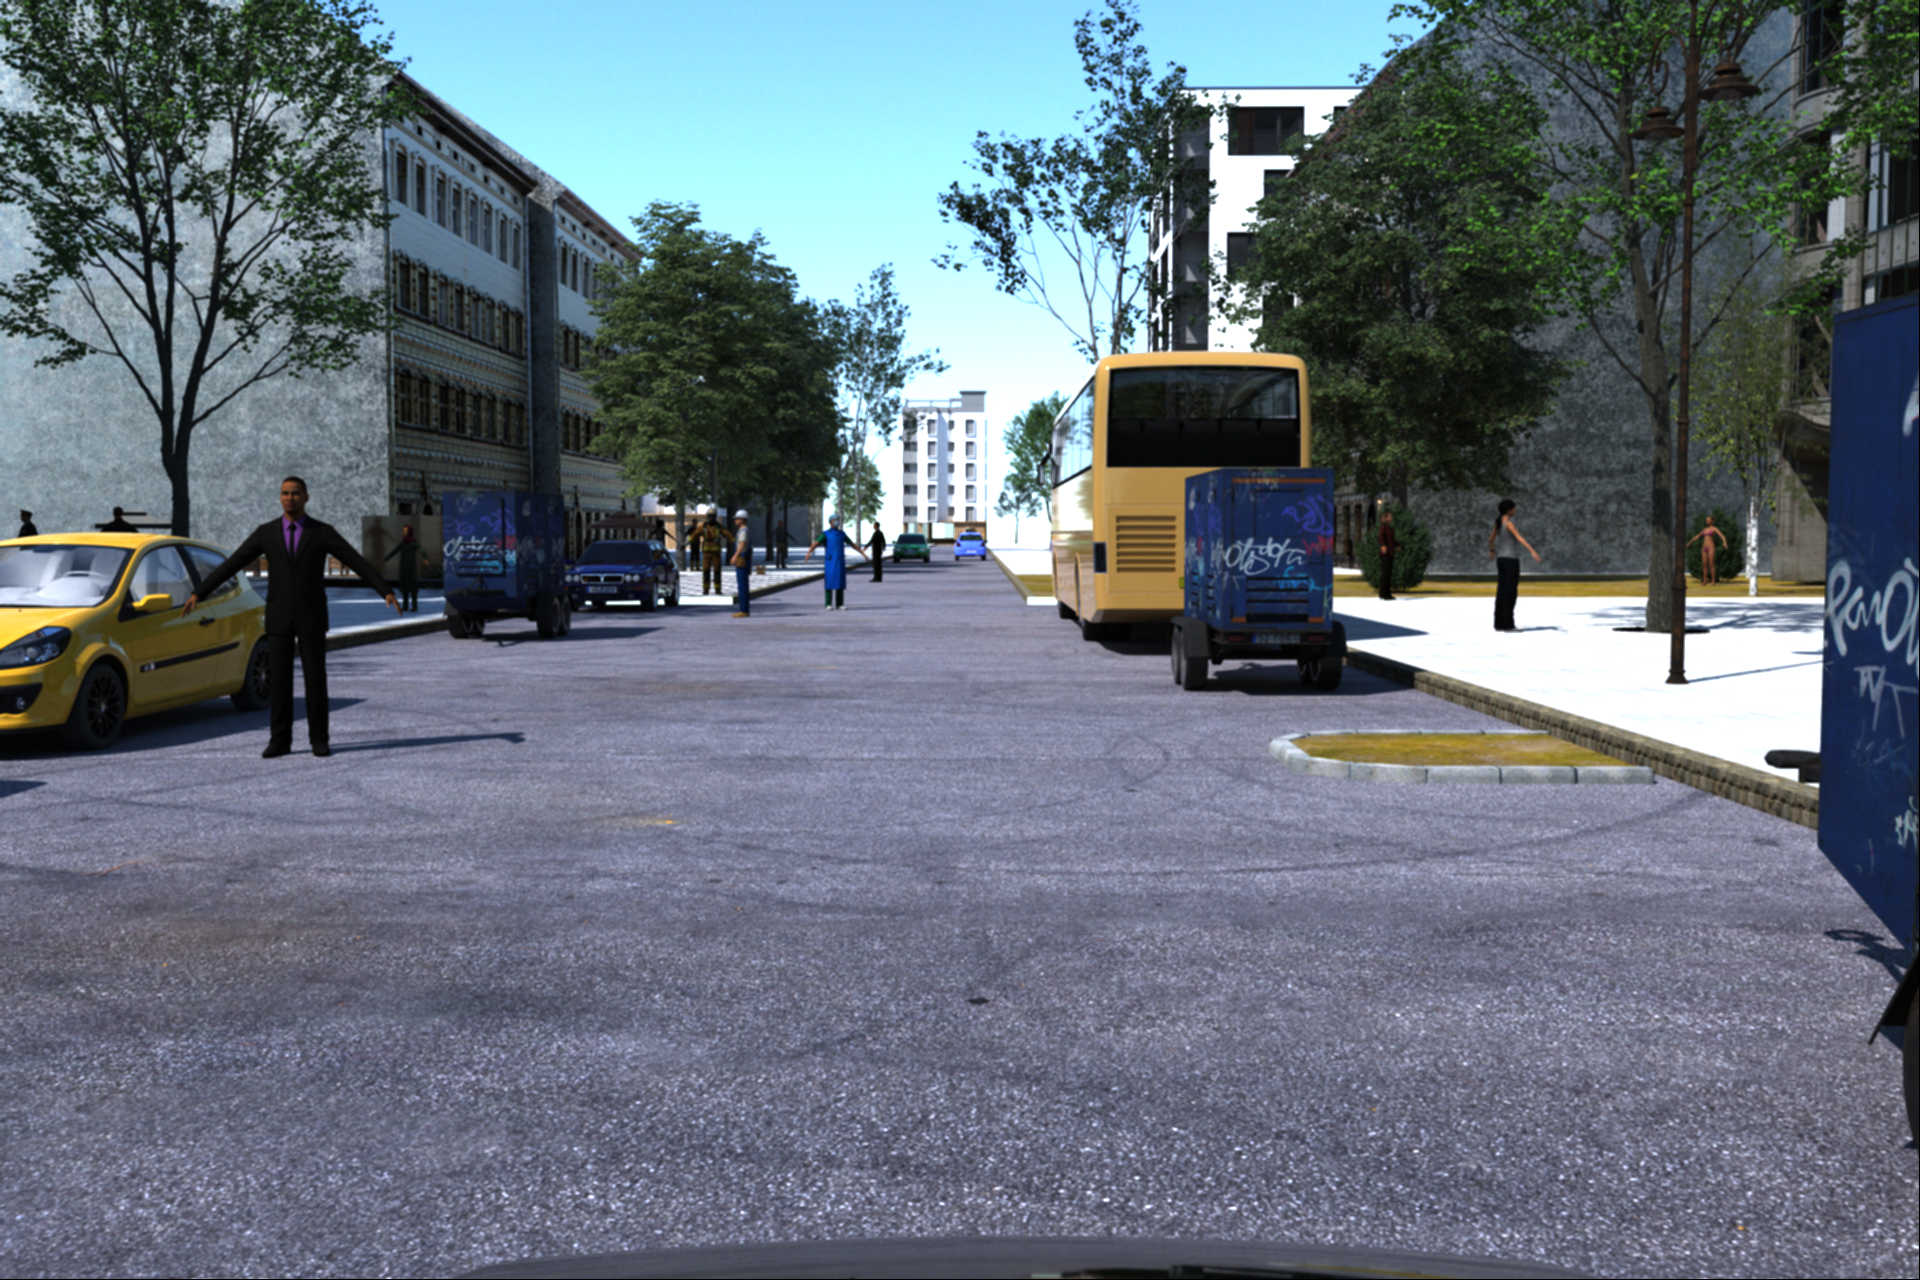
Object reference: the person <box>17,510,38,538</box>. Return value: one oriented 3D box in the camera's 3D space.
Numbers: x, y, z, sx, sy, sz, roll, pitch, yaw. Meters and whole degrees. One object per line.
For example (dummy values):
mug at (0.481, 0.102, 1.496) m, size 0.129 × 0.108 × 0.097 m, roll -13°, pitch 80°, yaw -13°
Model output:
person at (-21.337, -2.057, 39.572) m, size 1.347 × 1.837 × 0.705 m, roll 3°, pitch 4°, yaw 38°

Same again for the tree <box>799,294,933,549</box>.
tree at (-8.514, -17.310, 138.906) m, size 12.611 × 20.169 × 13.585 m, roll 0°, pitch 3°, yaw 0°

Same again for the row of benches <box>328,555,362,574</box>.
row of benches at (-18.706, -2.359, 54.035) m, size 1.422 × 0.672 × 4.104 m, roll -3°, pitch 5°, yaw -40°

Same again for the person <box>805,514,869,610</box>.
person at (-2.352, -1.475, 32.704) m, size 1.347 × 1.817 × 0.704 m, roll -2°, pitch 4°, yaw -32°

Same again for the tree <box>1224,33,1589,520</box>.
tree at (11.743, -8.525, 46.043) m, size 9.857 × 13.997 × 8.962 m, roll 0°, pitch 3°, yaw 0°

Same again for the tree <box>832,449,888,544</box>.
tree at (-13.343, -19.109, 230.553) m, size 7.486 × 12.596 × 7.792 m, roll 0°, pitch 3°, yaw 0°

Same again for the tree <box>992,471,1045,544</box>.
tree at (7.867, -18.200, 231.985) m, size 7.601 × 10.594 × 8.767 m, roll 0°, pitch 4°, yaw -1°

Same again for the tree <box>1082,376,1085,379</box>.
tree at (6.962, -7.631, 75.125) m, size 4.737 × 8.622 × 4.395 m, roll 0°, pitch 3°, yaw 0°

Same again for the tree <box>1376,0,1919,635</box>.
tree at (9.032, -5.910, 22.383) m, size 9.928 × 11.665 × 9.643 m, roll 0°, pitch 3°, yaw 0°

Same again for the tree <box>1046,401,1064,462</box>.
tree at (5.927, -8.596, 90.913) m, size 4.360 × 8.622 × 3.978 m, roll 0°, pitch 3°, yaw 0°

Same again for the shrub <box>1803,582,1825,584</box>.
shrub at (22.326, -2.508, 45.052) m, size 1.661 × 2.075 × 1.752 m, roll 0°, pitch 3°, yaw 0°

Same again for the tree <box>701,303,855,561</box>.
tree at (-8.633, -10.004, 81.700) m, size 7.486 × 12.596 × 7.792 m, roll 0°, pitch 3°, yaw 0°

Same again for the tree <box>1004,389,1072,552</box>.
tree at (7.101, -12.072, 123.135) m, size 9.928 × 11.665 × 9.643 m, roll 0°, pitch 3°, yaw 0°

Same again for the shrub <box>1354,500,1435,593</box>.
shrub at (9.419, -2.027, 37.566) m, size 1.690 × 2.028 × 1.600 m, roll 0°, pitch 3°, yaw 0°

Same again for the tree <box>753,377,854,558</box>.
tree at (-9.056, -9.639, 92.006) m, size 8.767 × 10.594 × 7.601 m, roll 3°, pitch 4°, yaw 37°

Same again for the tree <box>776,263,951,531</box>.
tree at (-7.447, -16.205, 120.836) m, size 12.611 × 20.169 × 13.585 m, roll 0°, pitch 3°, yaw 0°

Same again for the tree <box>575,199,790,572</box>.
tree at (-9.505, -8.651, 59.569) m, size 7.486 × 12.596 × 7.792 m, roll 0°, pitch 3°, yaw 0°

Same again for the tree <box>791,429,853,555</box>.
tree at (-9.254, -9.542, 106.370) m, size 4.360 × 8.622 × 3.978 m, roll 0°, pitch 3°, yaw 0°

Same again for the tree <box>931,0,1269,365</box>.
tree at (4.962, -12.714, 63.769) m, size 12.611 × 20.169 × 13.585 m, roll 0°, pitch 3°, yaw 0°

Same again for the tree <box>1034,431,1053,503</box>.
tree at (6.899, -9.627, 107.764) m, size 4.737 × 8.622 × 4.395 m, roll 0°, pitch 3°, yaw 0°

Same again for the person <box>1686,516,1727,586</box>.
person at (18.516, -2.210, 42.931) m, size 0.721 × 1.733 × 1.217 m, roll -2°, pitch 4°, yaw -26°

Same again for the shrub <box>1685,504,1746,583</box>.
shrub at (19.873, -2.542, 45.610) m, size 1.661 × 2.075 × 1.752 m, roll 0°, pitch 3°, yaw 0°

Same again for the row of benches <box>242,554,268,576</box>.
row of benches at (-21.456, -2.199, 51.414) m, size 1.422 × 0.672 × 4.104 m, roll 1°, pitch 4°, yaw 20°

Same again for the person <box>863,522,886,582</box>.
person at (-2.501, -2.632, 51.712) m, size 0.704 × 1.802 × 1.346 m, roll 2°, pitch 4°, yaw 25°

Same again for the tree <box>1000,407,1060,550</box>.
tree at (7.282, -13.039, 138.935) m, size 9.928 × 11.665 × 9.643 m, roll 0°, pitch 3°, yaw 0°

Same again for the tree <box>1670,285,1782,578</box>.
tree at (22.654, -6.081, 49.781) m, size 4.737 × 8.622 × 4.395 m, roll 0°, pitch 3°, yaw 0°

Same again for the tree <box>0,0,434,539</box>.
tree at (-12.180, -6.180, 26.807) m, size 9.928 × 11.665 × 9.643 m, roll 0°, pitch 3°, yaw 0°

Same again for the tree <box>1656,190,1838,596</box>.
tree at (16.635, -5.228, 35.840) m, size 4.360 × 8.622 × 3.978 m, roll 0°, pitch 3°, yaw 0°

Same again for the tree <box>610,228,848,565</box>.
tree at (-9.471, -10.057, 71.094) m, size 9.857 × 13.997 × 8.962 m, roll 0°, pitch 3°, yaw 0°

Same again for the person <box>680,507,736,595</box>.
person at (-5.235, -1.883, 36.563) m, size 1.354 × 1.858 × 0.705 m, roll -1°, pitch 4°, yaw -13°

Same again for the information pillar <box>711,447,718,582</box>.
information pillar at (-6.603, -3.379, 46.606) m, size 0.183 × 3.616 × 0.504 m, roll 0°, pitch 4°, yaw 2°
